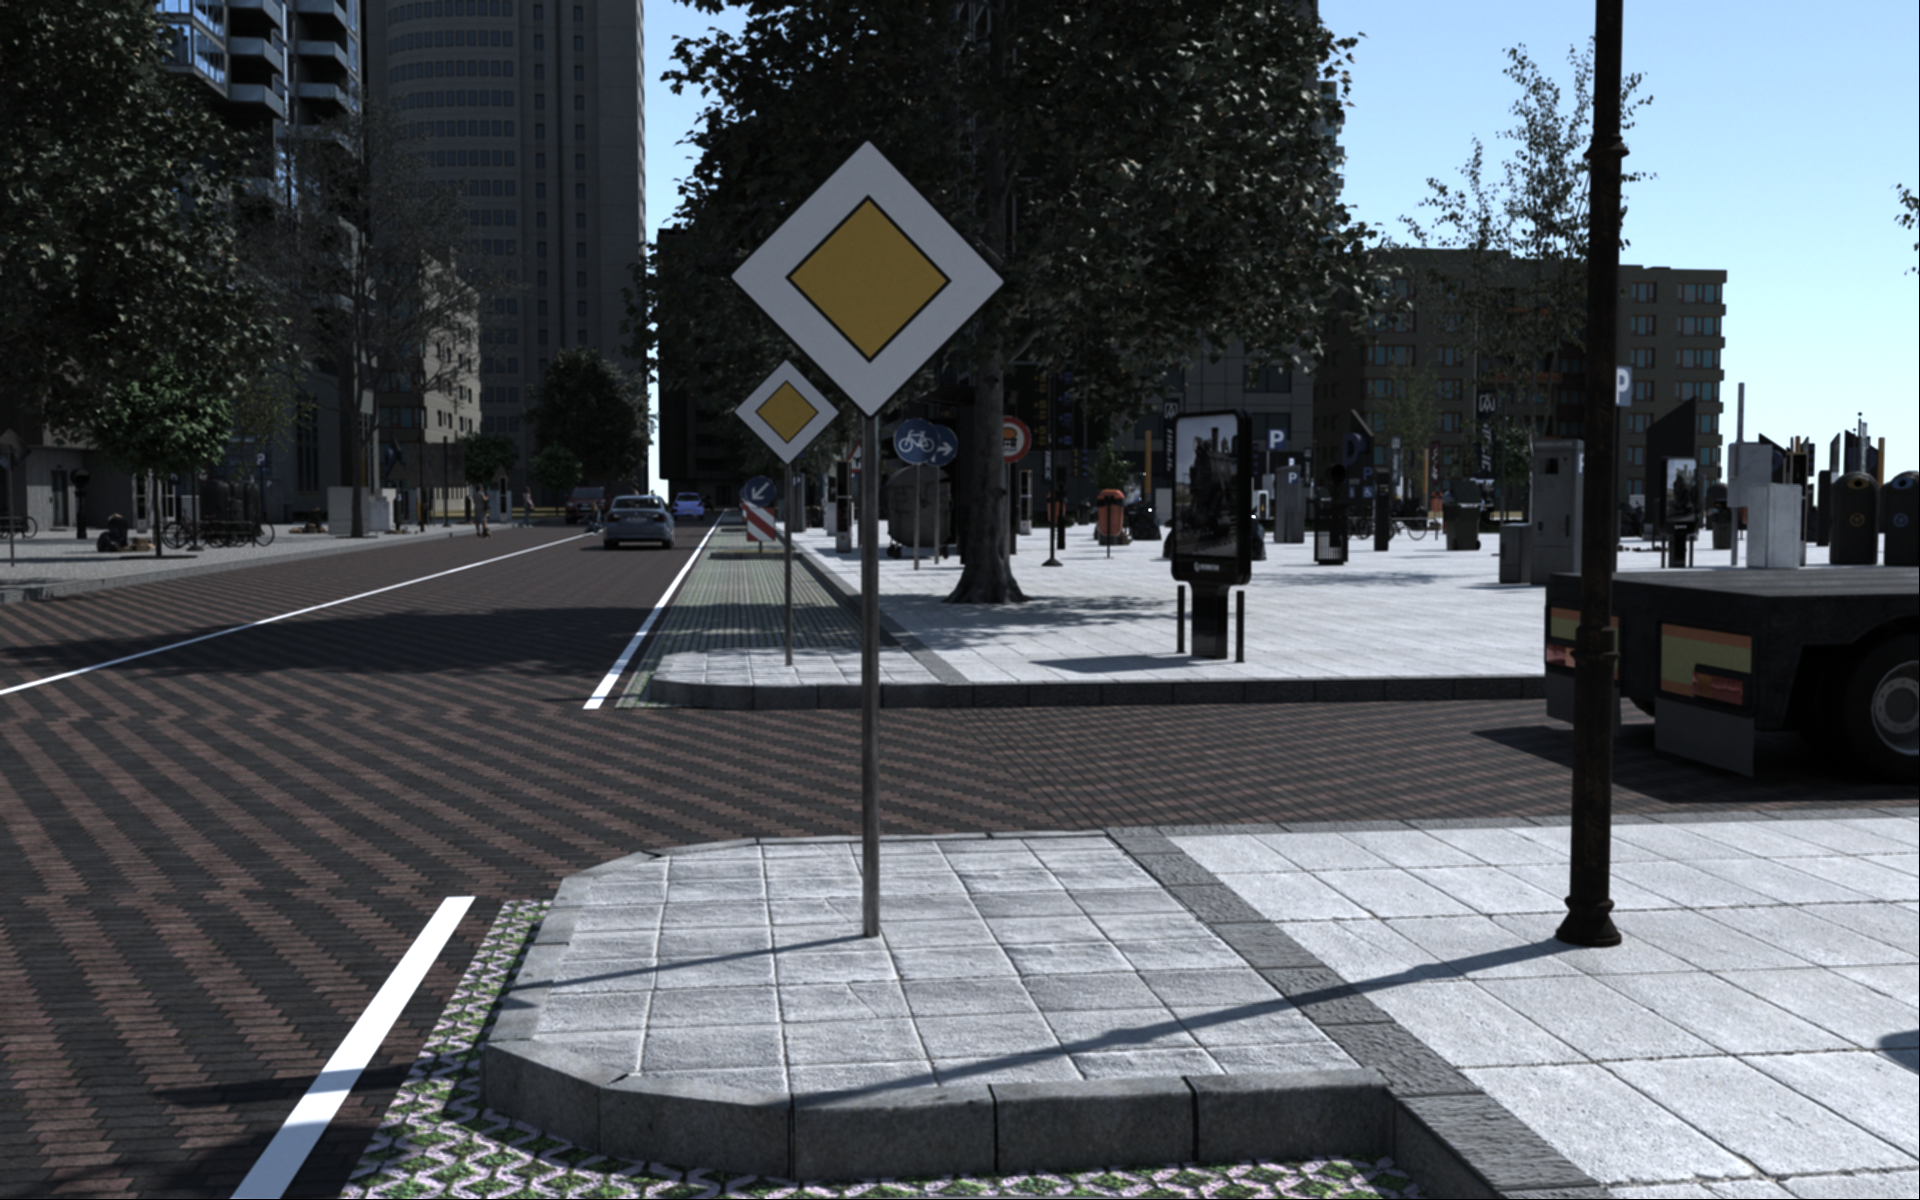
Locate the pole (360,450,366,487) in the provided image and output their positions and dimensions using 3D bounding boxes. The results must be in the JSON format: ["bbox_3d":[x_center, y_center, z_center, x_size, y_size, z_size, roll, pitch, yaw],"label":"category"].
[{"bbox_3d":[-27.388,-5.241,79.536,0.158,3.312,0.155,0,3,0],"label":"pole"}]

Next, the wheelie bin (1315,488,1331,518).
[{"bbox_3d":[17.532,-4.666,84.196,0.980,1.594,0.693,-1,4,-23],"label":"wheelie bin"}]

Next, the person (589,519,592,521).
[{"bbox_3d":[-19.500,-5.122,91.878,1.348,1.869,0.705,-1,4,-14],"label":"person"}]

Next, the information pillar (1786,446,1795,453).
[{"bbox_3d":[40.649,-5.714,84.774,0.504,3.616,0.183,1,4,10],"label":"information pillar"}]

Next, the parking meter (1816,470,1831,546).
[{"bbox_3d":[21.259,-2.258,42.622,0.255,1.863,0.399,1,4,21],"label":"parking meter"}]

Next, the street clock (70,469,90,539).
[{"bbox_3d":[-25.079,-2.742,49.401,0.358,2.002,0.471,2,4,28],"label":"street clock"}]

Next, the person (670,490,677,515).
[{"bbox_3d":[-18.853,-6.457,114.794,0.721,1.735,1.217,-3,5,-42],"label":"person"}]

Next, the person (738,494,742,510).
[{"bbox_3d":[-18.938,-8.530,149.442,0.415,1.643,0.593,-1,4,-10],"label":"person"}]

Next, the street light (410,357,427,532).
[{"bbox_3d":[-18.261,-5.251,58.647,0.468,5.910,1.993,0,4,-7],"label":"street light"}]

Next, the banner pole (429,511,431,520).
[{"bbox_3d":[-25.800,-5.804,84.918,0.863,3.779,0.401,-3,5,-42],"label":"banner pole"}]

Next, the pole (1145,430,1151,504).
[{"bbox_3d":[6.020,-3.770,55.476,0.158,3.312,0.155,0,3,0],"label":"pole"}]

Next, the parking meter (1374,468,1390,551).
[{"bbox_3d":[9.527,-2.043,39.117,0.255,1.863,0.399,0,4,1],"label":"parking meter"}]

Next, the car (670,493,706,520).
[{"bbox_3d":[-14.961,-5.245,95.342,1.945,1.707,3.694,-1,4,-9],"label":"car"}]

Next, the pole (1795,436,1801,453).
[{"bbox_3d":[29.332,-4.090,60.722,0.158,3.312,0.155,0,3,0],"label":"pole"}]

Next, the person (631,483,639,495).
[{"bbox_3d":[-10.180,-2.760,53.962,0.374,1.781,0.599,-1,4,-19],"label":"person"}]

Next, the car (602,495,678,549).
[{"bbox_3d":[-8.545,-2.091,46.188,2.014,1.417,4.499,-1,4,-8],"label":"car"}]

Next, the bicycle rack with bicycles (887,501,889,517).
[{"bbox_3d":[-3.180,-4.296,83.614,2.852,0.926,2.925,1,4,9],"label":"bicycle rack with bicycles"}]

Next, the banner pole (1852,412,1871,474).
[{"bbox_3d":[27.566,-3.851,52.987,0.863,3.779,0.401,-3,5,-43],"label":"banner pole"}]

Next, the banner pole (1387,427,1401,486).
[{"bbox_3d":[16.172,-4.573,64.791,0.863,3.779,0.401,-2,4,-30],"label":"banner pole"}]

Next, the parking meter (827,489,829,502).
[{"bbox_3d":[-6.371,-4.619,83.938,0.372,1.533,0.369,0,3,0],"label":"parking meter"}]

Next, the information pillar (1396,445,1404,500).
[{"bbox_3d":[20.883,-5.560,82.267,0.504,3.616,0.183,-3,5,-43],"label":"information pillar"}]

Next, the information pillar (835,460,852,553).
[{"bbox_3d":[-2.539,-2.039,37.822,0.304,2.012,0.304,0,4,7],"label":"information pillar"}]

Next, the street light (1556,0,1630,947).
[{"bbox_3d":[1.811,-1.959,4.810,0.468,5.910,1.993,0,4,-7],"label":"street light"}]

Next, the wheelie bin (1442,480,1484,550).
[{"bbox_3d":[11.467,-1.940,39.632,0.980,1.594,0.693,-1,4,-12],"label":"wheelie bin"}]

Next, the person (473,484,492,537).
[{"bbox_3d":[-16.036,-3.026,58.326,0.716,1.782,0.532,2,4,28],"label":"person"}]

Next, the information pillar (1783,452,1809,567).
[{"bbox_3d":[14.839,-1.606,30.748,0.304,2.012,0.304,1,4,11],"label":"information pillar"}]

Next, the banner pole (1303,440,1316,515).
[{"bbox_3d":[16.373,-5.563,80.969,0.401,3.779,0.863,-3,5,-40],"label":"banner pole"}]

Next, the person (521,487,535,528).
[{"bbox_3d":[-18.584,-3.987,74.275,0.643,1.750,0.593,-3,5,-40],"label":"person"}]

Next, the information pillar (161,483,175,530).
[{"bbox_3d":[-28.503,-3.538,62.331,0.304,2.012,0.304,2,4,33],"label":"information pillar"}]

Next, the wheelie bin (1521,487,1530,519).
[{"bbox_3d":[26.513,-4.440,80.494,0.980,1.594,0.693,3,5,40],"label":"wheelie bin"}]

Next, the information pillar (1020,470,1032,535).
[{"bbox_3d":[2.045,-3.024,53.928,0.304,2.012,0.304,1,4,18],"label":"information pillar"}]

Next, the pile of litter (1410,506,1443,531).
[{"bbox_3d":[16.563,-2.887,61.162,1.719,0.858,1.176,-2,4,-35],"label":"pile of litter"}]

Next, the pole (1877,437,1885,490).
[{"bbox_3d":[33.079,-4.184,62.253,0.158,3.312,0.155,0,3,0],"label":"pole"}]

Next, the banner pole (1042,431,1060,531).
[{"bbox_3d":[3.210,-4.279,59.986,0.863,3.779,0.401,1,4,17],"label":"banner pole"}]

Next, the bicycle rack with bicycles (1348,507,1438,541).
[{"bbox_3d":[11.886,-2.157,48.641,2.925,0.926,2.852,-2,4,-28],"label":"bicycle rack with bicycles"}]

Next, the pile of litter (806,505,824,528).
[{"bbox_3d":[-5.513,-3.181,65.977,1.719,0.858,1.176,1,4,16],"label":"pile of litter"}]

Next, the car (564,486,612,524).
[{"bbox_3d":[-18.082,-4.638,84.497,2.281,1.827,5.304,0,4,-8],"label":"car"}]

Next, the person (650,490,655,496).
[{"bbox_3d":[-20.624,-6.530,116.068,0.445,1.727,0.742,0,4,-1],"label":"person"}]

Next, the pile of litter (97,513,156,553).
[{"bbox_3d":[-18.603,-1.519,38.806,1.176,0.858,1.719,1,4,18],"label":"pile of litter"}]

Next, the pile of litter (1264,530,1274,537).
[{"bbox_3d":[8.571,-2.293,51.452,1.719,0.858,1.176,0,4,6],"label":"pile of litter"}]

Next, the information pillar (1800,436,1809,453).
[{"bbox_3d":[34.150,-4.815,70.086,0.504,3.616,0.183,-2,4,-35],"label":"information pillar"}]

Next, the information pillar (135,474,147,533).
[{"bbox_3d":[-26.771,-3.188,56.611,0.304,2.012,0.304,-2,4,-27],"label":"information pillar"}]

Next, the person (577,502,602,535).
[{"bbox_3d":[-12.754,-2.827,60.228,0.738,1.151,1.012,-3,5,-42],"label":"person"}]

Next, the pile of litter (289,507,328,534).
[{"bbox_3d":[-21.342,-2.621,56.811,1.176,0.858,1.719,-2,4,-35],"label":"pile of litter"}]

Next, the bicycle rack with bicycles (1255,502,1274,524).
[{"bbox_3d":[8.188,-2.519,54.570,2.925,0.926,2.852,-1,4,-23],"label":"bicycle rack with bicycles"}]

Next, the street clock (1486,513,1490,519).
[{"bbox_3d":[22.944,-4.324,75.270,0.471,2.002,0.358,-2,4,-26],"label":"street clock"}]

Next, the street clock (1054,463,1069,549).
[{"bbox_3d":[2.345,-2.175,40.133,0.358,2.002,0.471,0,4,4],"label":"street clock"}]

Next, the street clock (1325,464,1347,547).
[{"bbox_3d":[9.056,-2.275,41.773,0.471,2.002,0.358,-2,4,-25],"label":"street clock"}]

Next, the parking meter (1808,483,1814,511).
[{"bbox_3d":[46.302,-5.427,94.442,0.399,1.863,0.255,1,4,10],"label":"parking meter"}]

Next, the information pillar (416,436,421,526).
[{"bbox_3d":[-21.940,-4.822,70.195,0.183,3.616,0.504,-2,4,-29],"label":"information pillar"}]

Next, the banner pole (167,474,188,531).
[{"bbox_3d":[-27.415,-4.328,60.784,0.863,3.779,0.401,-2,4,-23],"label":"banner pole"}]

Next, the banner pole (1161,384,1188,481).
[{"bbox_3d":[4.941,-3.029,39.544,0.863,3.779,0.401,3,5,44],"label":"banner pole"}]

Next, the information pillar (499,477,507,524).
[{"bbox_3d":[-19.655,-4.282,74.501,0.304,2.012,0.304,-1,4,-18],"label":"information pillar"}]

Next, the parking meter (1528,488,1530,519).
[{"bbox_3d":[22.782,-3.700,68.904,0.372,1.533,0.369,0,3,0],"label":"parking meter"}]

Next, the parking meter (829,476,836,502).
[{"bbox_3d":[-4.010,-3.061,55.763,0.399,1.863,0.255,1,4,18],"label":"parking meter"}]

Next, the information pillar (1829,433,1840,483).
[{"bbox_3d":[33.295,-4.563,65.960,0.504,3.616,0.183,-2,4,-28],"label":"information pillar"}]

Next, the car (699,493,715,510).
[{"bbox_3d":[-22.553,-8.728,152.494,2.009,1.686,4.222,0,4,-7],"label":"car"}]

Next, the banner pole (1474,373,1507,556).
[{"bbox_3d":[11.127,-2.822,36.160,0.401,3.779,0.863,-3,5,-42],"label":"banner pole"}]

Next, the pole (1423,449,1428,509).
[{"bbox_3d":[20.870,-5.129,77.703,0.158,3.312,0.155,0,3,0],"label":"pole"}]

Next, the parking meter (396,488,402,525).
[{"bbox_3d":[-23.203,-3.851,71.376,0.372,1.533,0.369,0,3,0],"label":"parking meter"}]
